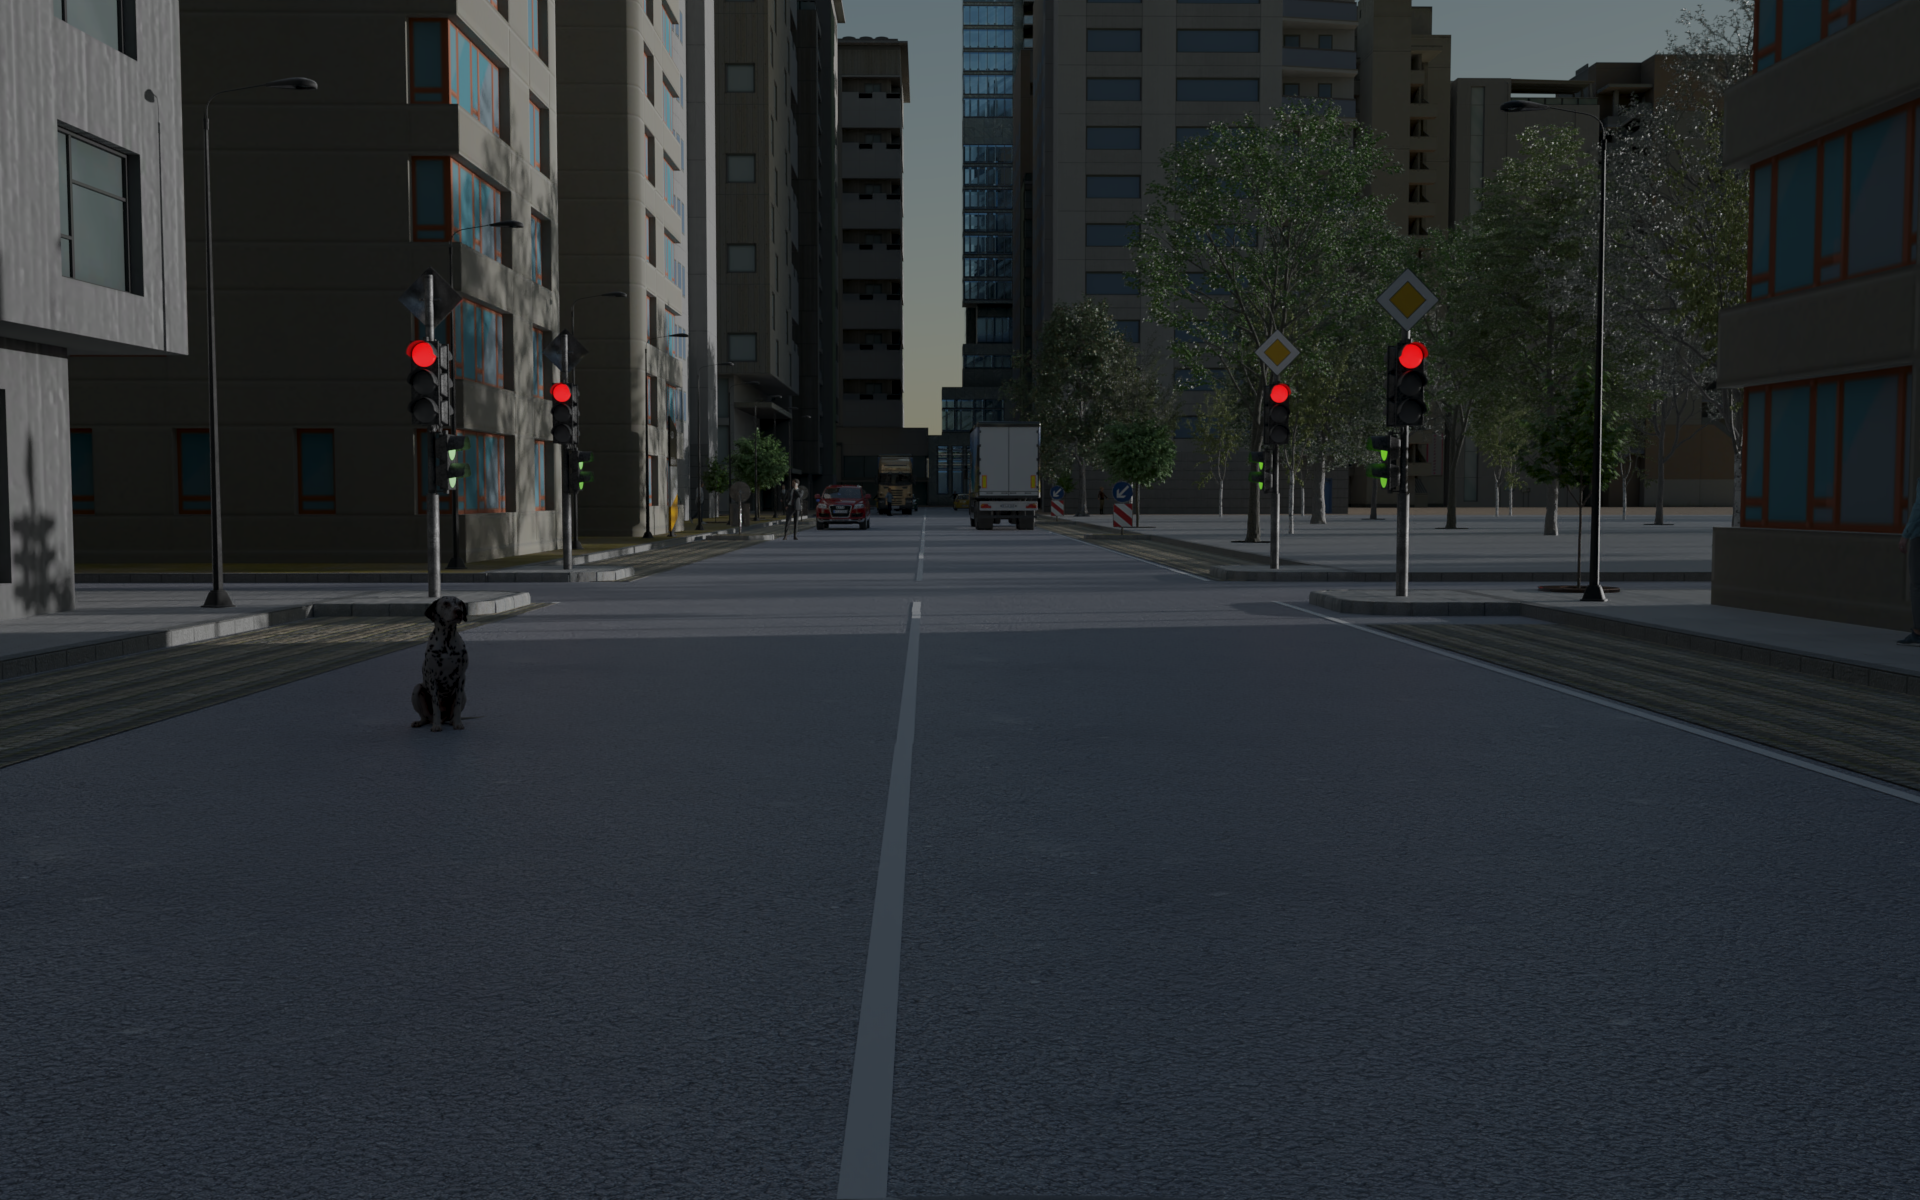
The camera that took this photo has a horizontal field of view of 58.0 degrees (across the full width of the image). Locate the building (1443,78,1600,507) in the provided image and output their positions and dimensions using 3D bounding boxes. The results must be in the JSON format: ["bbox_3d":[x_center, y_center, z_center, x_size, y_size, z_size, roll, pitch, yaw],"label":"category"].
[{"bbox_3d":[54.338,-29.987,173.889,14.086,41.232,14.154,0,4,-1],"label":"building"}]

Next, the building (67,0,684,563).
[{"bbox_3d":[-23.266,-12.270,45.661,27.650,21.520,28.899,0,4,-1],"label":"building"}]

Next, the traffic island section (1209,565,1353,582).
[{"bbox_3d":[5.426,-0.458,29.772,2.009,0.180,2.903,0,4,-1],"label":"traffic island section"}]

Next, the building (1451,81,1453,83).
[{"bbox_3d":[43.001,-35.503,200.076,30.456,49.044,23.786,0,4,-1],"label":"building"}]

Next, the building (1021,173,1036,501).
[{"bbox_3d":[12.463,-23.647,158.329,14.160,30.474,14.107,0,4,-1],"label":"building"}]

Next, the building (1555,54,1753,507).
[{"bbox_3d":[69.042,-32.059,174.268,14.200,45.320,14.600,0,4,-1],"label":"building"}]

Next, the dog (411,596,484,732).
[{"bbox_3d":[-3.135,0.372,10.758,0.513,0.831,0.800,1,4,12],"label":"dog"}]

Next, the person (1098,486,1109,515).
[{"bbox_3d":[8.904,-6.194,107.835,0.721,1.766,1.217,2,4,34],"label":"person"}]

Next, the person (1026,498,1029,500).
[{"bbox_3d":[5.444,-8.249,140.902,0.705,1.826,1.348,-2,4,-33],"label":"person"}]

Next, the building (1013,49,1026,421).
[{"bbox_3d":[12.502,-31.936,172.263,14.600,45.320,14.200,0,4,-1],"label":"building"}]

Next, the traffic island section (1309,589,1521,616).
[{"bbox_3d":[5.579,0.030,21.789,2.009,0.180,2.903,0,4,-1],"label":"traffic island section"}]

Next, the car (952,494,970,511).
[{"bbox_3d":[0.356,-8.536,149.785,2.015,1.641,3.980,0,4,-2],"label":"car"}]

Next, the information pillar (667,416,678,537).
[{"bbox_3d":[-8.652,-3.717,52.122,0.183,3.616,0.504,1,4,15],"label":"information pillar"}]

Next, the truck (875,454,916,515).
[{"bbox_3d":[-4.634,-8.237,123.589,2.839,4.237,11.283,0,4,-2],"label":"truck"}]

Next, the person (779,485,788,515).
[{"bbox_3d":[-10.587,-6.035,104.493,0.659,1.850,0.755,0,4,-3],"label":"person"}]

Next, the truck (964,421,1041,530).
[{"bbox_3d":[1.716,-5.105,72.381,2.839,4.237,11.283,0,4,-2],"label":"truck"}]

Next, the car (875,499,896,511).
[{"bbox_3d":[-6.425,-8.622,151.189,2.015,1.641,3.980,0,4,-2],"label":"car"}]

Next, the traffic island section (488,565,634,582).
[{"bbox_3d":[-6.713,-0.444,29.546,2.009,0.180,2.903,0,4,-1],"label":"traffic island section"}]

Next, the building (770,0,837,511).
[{"bbox_3d":[-17.364,-27.842,138.814,14.154,41.232,14.086,0,4,-1],"label":"building"}]

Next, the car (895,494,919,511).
[{"bbox_3d":[-4.468,-8.161,145.232,2.131,1.459,4.920,0,4,0],"label":"car"}]

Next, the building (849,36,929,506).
[{"bbox_3d":[-17.452,-37.446,201.486,27.495,52.752,28.713,0,4,-1],"label":"building"}]

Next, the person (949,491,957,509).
[{"bbox_3d":[-0.491,-9.749,168.409,1.217,1.766,0.721,0,4,-3],"label":"person"}]

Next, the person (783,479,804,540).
[{"bbox_3d":[-5.218,-2.831,54.152,0.648,1.900,0.474,0,4,-1],"label":"person"}]

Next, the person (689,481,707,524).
[{"bbox_3d":[-11.230,-4.179,74.209,0.795,1.843,0.661,0,4,-2],"label":"person"}]

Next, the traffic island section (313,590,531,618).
[{"bbox_3d":[-6.561,0.044,21.562,2.009,0.180,2.903,0,4,-1],"label":"traffic island section"}]

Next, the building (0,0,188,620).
[{"bbox_3d":[-15.687,-14.877,14.941,14.107,30.474,14.160,0,4,-1],"label":"building"}]

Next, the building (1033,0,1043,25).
[{"bbox_3d":[13.348,-30.193,143.763,14.600,45.320,14.200,0,4,-1],"label":"building"}]

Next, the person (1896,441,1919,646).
[{"bbox_3d":[8.141,-0.518,14.379,0.638,1.841,0.748,-1,4,-14],"label":"person"}]

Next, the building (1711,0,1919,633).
[{"bbox_3d":[22.830,-9.804,5.333,27.650,21.520,28.899,0,4,-1],"label":"building"}]

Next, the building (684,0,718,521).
[{"bbox_3d":[-23.763,-32.967,81.016,21.231,58.520,28.212,0,4,-1],"label":"building"}]

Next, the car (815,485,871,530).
[{"bbox_3d":[-4.756,-3.805,70.890,2.281,1.827,5.304,0,4,-1],"label":"car"}]

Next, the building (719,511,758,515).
[{"bbox_3d":[-25.237,-32.313,117.557,28.713,52.752,27.495,0,4,-1],"label":"building"}]

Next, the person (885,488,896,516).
[{"bbox_3d":[-4.561,-6.373,112.682,0.705,1.826,1.348,2,4,28],"label":"person"}]

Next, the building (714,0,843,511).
[{"bbox_3d":[-25.262,-35.222,165.125,27.495,52.752,28.713,0,4,-1],"label":"building"}]

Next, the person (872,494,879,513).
[{"bbox_3d":[-6.143,-7.564,132.265,1.348,1.812,0.705,3,4,37],"label":"person"}]

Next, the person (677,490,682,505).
[{"bbox_3d":[-12.528,-4.244,75.914,0.782,1.767,0.515,1,4,10],"label":"person"}]

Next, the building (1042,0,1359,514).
[{"bbox_3d":[16.331,-35.470,121.929,21.231,58.520,28.212,0,4,-1],"label":"building"}]

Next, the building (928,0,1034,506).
[{"bbox_3d":[11.857,-54.118,197.499,31.000,86.520,22.319,0,4,-1],"label":"building"}]

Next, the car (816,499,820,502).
[{"bbox_3d":[-8.062,-6.082,109.031,1.945,1.707,3.694,0,4,-2],"label":"car"}]

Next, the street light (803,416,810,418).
[{"bbox_3d":[-9.573,-7.971,102.863,1.470,5.913,1.316,0,4,-1],"label":"street light"}]

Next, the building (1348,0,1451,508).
[{"bbox_3d":[36.266,-33.445,170.527,21.600,48.544,21.300,0,4,-1],"label":"building"}]
